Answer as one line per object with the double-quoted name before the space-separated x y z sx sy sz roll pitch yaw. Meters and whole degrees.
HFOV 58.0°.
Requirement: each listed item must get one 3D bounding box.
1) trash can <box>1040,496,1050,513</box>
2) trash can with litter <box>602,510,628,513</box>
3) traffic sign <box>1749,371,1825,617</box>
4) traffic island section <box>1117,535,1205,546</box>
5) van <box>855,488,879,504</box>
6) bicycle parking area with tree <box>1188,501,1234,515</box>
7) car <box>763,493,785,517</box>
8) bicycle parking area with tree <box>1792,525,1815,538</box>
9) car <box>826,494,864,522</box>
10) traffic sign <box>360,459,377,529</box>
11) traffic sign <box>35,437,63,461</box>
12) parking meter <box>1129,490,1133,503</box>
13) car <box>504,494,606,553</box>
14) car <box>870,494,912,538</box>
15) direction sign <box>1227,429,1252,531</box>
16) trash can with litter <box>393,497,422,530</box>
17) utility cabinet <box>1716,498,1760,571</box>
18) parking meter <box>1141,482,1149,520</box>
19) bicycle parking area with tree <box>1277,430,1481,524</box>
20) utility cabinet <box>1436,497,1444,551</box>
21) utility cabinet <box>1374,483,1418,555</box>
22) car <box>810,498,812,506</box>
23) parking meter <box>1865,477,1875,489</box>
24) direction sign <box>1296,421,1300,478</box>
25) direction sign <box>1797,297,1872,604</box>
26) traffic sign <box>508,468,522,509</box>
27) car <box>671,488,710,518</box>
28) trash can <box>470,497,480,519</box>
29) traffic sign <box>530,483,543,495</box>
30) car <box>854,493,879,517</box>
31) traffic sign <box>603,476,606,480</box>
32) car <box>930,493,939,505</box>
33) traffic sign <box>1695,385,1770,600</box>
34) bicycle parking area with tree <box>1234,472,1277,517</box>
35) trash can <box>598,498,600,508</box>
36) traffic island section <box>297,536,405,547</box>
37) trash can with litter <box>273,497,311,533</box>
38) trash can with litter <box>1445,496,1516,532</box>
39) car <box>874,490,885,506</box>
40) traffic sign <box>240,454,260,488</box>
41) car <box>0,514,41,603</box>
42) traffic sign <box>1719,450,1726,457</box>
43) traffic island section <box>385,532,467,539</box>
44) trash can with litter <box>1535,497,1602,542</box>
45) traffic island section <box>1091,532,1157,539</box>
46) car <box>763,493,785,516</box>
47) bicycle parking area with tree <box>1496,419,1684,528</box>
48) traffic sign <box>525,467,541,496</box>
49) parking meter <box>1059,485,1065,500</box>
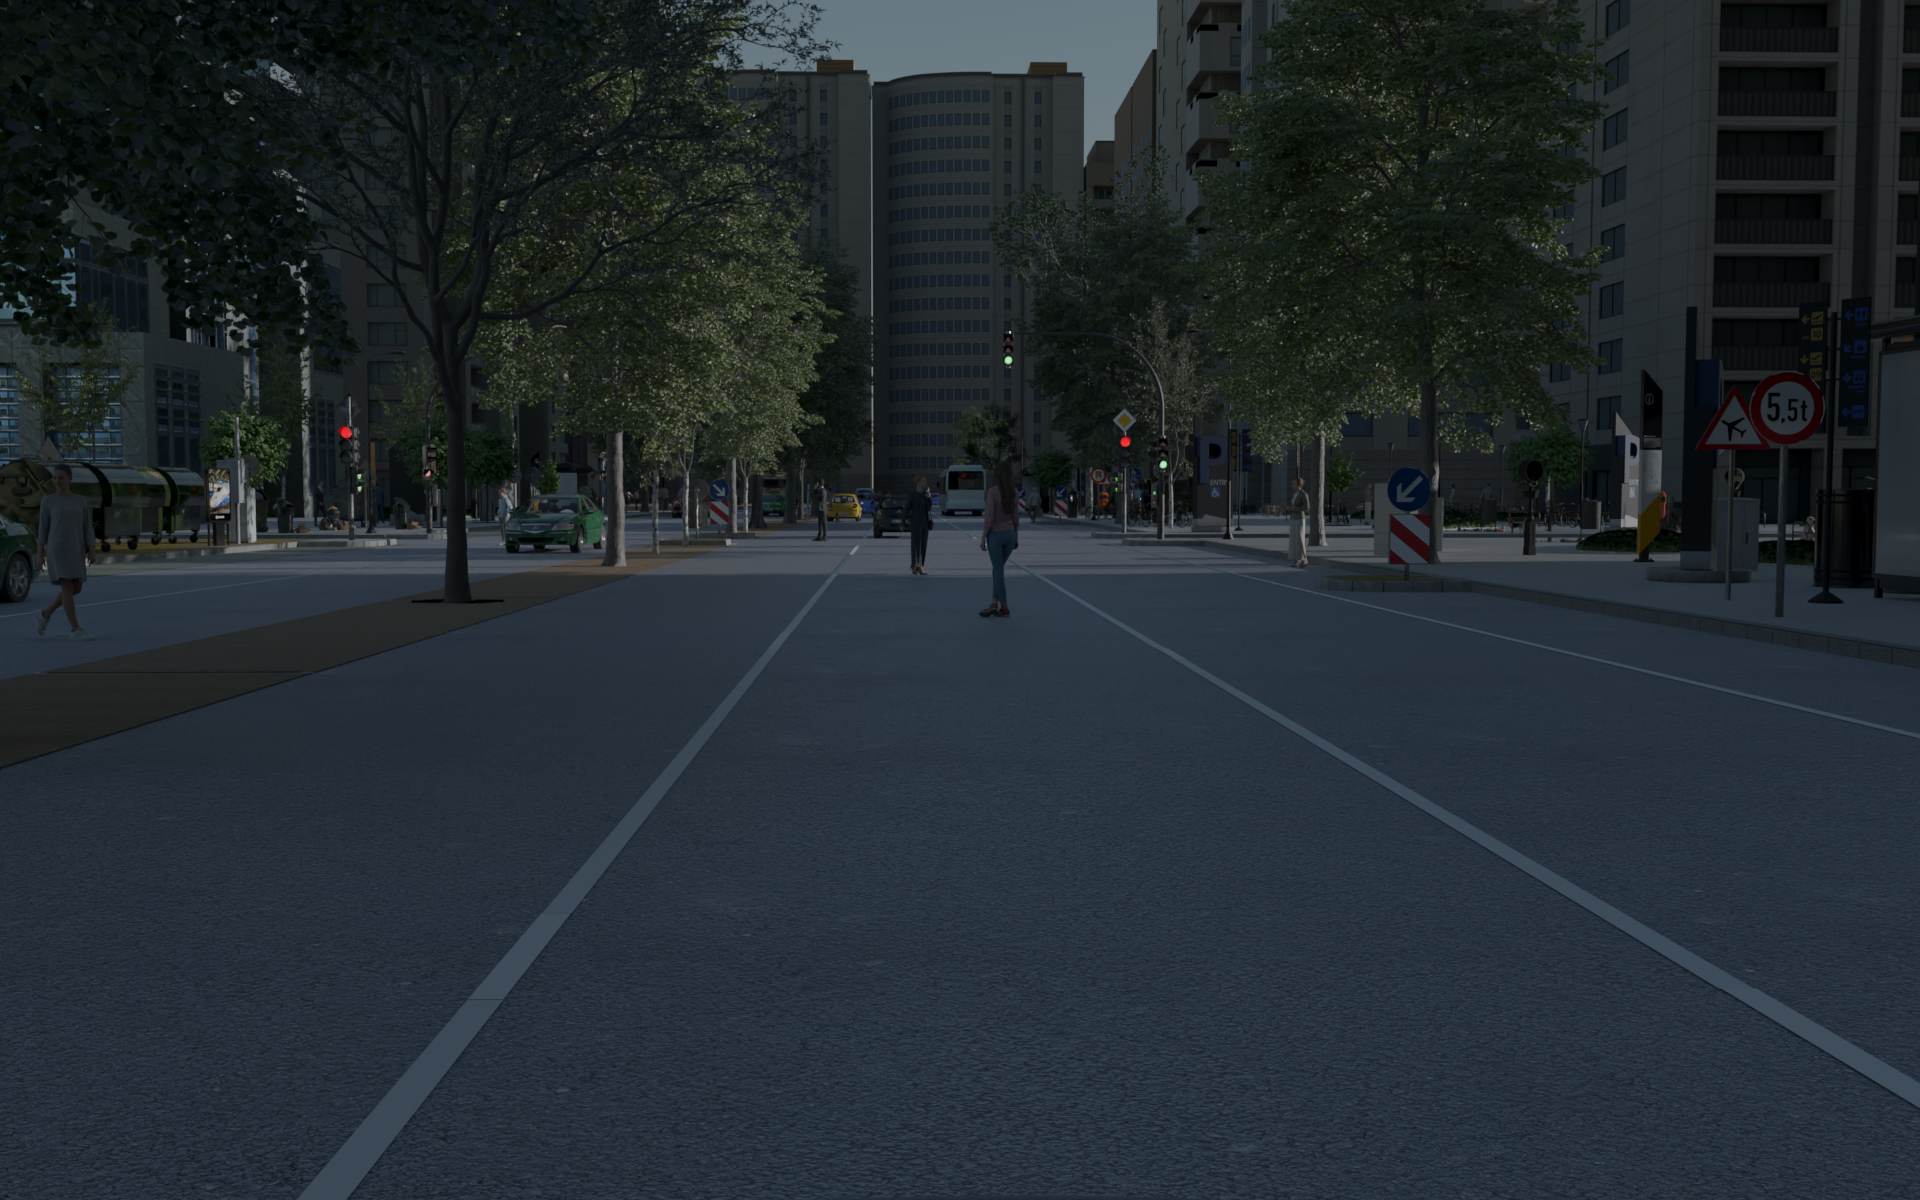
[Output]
"trash can" 5.713 -6.427 116.737 0.748 1.137 0.748 0 3 0
"trash can with litter" -23.892 -6.690 120.446 2.233 1.210 1.678 0 4 3
"traffic sign" 8.556 -1.095 18.010 0.768 2.556 0.104 0 4 2
"traffic island section" 5.682 -1.632 48.962 2.009 0.180 2.903 0 4 -2
"van" -6.800 -7.175 124.325 2.013 2.044 4.112 0 4 -2
"bicycle parking area with tree" 15.162 -7.387 107.777 8.231 4.147 9.016 0 4 8
"car" -12.146 -6.240 110.812 1.959 1.807 4.718 0 4 -3
"bicycle parking area with tree" 24.484 -3.262 40.339 8.231 4.147 9.016 0 4 3
"car" -6.063 -4.931 90.840 2.015 1.641 3.980 0 4 -1
"traffic sign" -22.055 -3.929 64.249 0.884 2.594 0.081 0 4 0
"traffic sign" -20.664 -2.402 39.282 0.884 2.594 0.081 0 4 -1
"parking meter" 9.737 -5.551 99.172 0.372 1.533 0.369 0 3 0
"car" -10.182 -1.956 43.787 2.131 1.459 4.920 0 4 -1
"car" -1.993 -2.926 57.623 2.009 1.686 4.222 0 4 -1
"direction sign" 9.728 -4.178 60.310 0.876 3.537 0.379 0 4 -7
"trash can with litter" -19.963 -3.132 62.601 1.055 1.170 0.624 1 4 19
"utility cabinet" 12.825 -1.077 28.767 1.020 1.237 0.306 -2 4 -28
"parking meter" 9.026 -4.821 84.532 0.255 1.863 0.399 -1 4 -15
"bicycle parking area with tree" 19.059 -5.532 77.455 8.231 4.147 9.016 0 4 3
"utility cabinet" 10.628 -1.720 39.276 0.306 1.237 1.020 0 4 -8
"utility cabinet" 8.970 -1.642 35.524 0.318 1.500 1.173 -1 4 -21
"car" -15.418 -10.961 189.443 2.015 1.641 3.980 0 4 -3
"parking meter" 30.879 -3.240 58.680 0.255 1.863 0.399 -3 4 -37
"direction sign" 9.571 -3.492 49.092 0.379 3.537 0.876 1 4 15
"direction sign" 10.205 -1.732 20.311 0.379 3.537 0.876 -2 4 -31
"traffic sign" -21.455 -5.090 83.334 0.768 2.556 0.104 0 4 -1
"car" -16.249 -5.878 104.774 2.281 1.827 5.304 0 4 -4
"trash can" -25.136 -4.797 90.089 0.748 1.137 0.748 0 3 0
"traffic sign" -23.943 -5.888 98.399 0.606 2.300 0.079 0 4 2
"car" -6.167 -6.168 110.432 1.945 1.707 3.694 0 4 0
"traffic sign" -23.119 -6.955 113.815 0.768 2.556 0.104 0 4 4
"car" -2.810 -11.341 195.016 1.945 1.707 3.694 0 4 -1
"traffic sign" 9.271 -1.274 20.837 0.884 2.594 0.081 0 4 1
"bicycle parking area with tree" 21.732 -6.792 98.046 8.231 4.147 9.016 3 5 45
"trash can" -24.534 -6.462 117.311 0.748 1.137 0.748 0 3 0
"traffic island section" -16.946 -1.585 48.190 2.009 0.180 2.903 0 4 -2
"trash can with litter" -21.876 -2.772 56.706 1.055 1.170 0.624 -3 5 -43
"trash can with litter" 17.776 -2.953 59.337 2.233 1.210 1.678 3 5 39
"car" -8.327 -9.661 166.636 2.281 1.827 5.304 0 4 -2
"traffic sign" -22.812 -3.389 55.508 0.768 2.556 0.104 0 4 0
"car" -13.278 -0.593 21.489 2.131 1.459 4.920 0 4 -2
"traffic sign" 11.713 -1.659 26.860 0.795 2.593 0.064 0 4 5
"traffic island section" -17.221 -2.073 56.170 2.009 0.180 2.903 0 4 -2
"trash can with litter" 16.438 -2.155 46.292 2.233 1.210 1.678 1 4 9
"traffic island section" 5.407 -2.120 56.942 2.009 0.180 2.903 0 4 -2
"car" -12.248 -6.549 115.877 1.959 1.807 4.718 0 4 -2
"bicycle parking area with tree" 26.183 -4.890 66.955 8.231 4.147 9.016 -1 4 -8
"traffic sign" -19.980 -4.951 81.061 0.768 2.556 0.104 0 4 -2
"parking meter" 6.373 -6.266 108.156 0.399 1.863 0.255 1 4 12
